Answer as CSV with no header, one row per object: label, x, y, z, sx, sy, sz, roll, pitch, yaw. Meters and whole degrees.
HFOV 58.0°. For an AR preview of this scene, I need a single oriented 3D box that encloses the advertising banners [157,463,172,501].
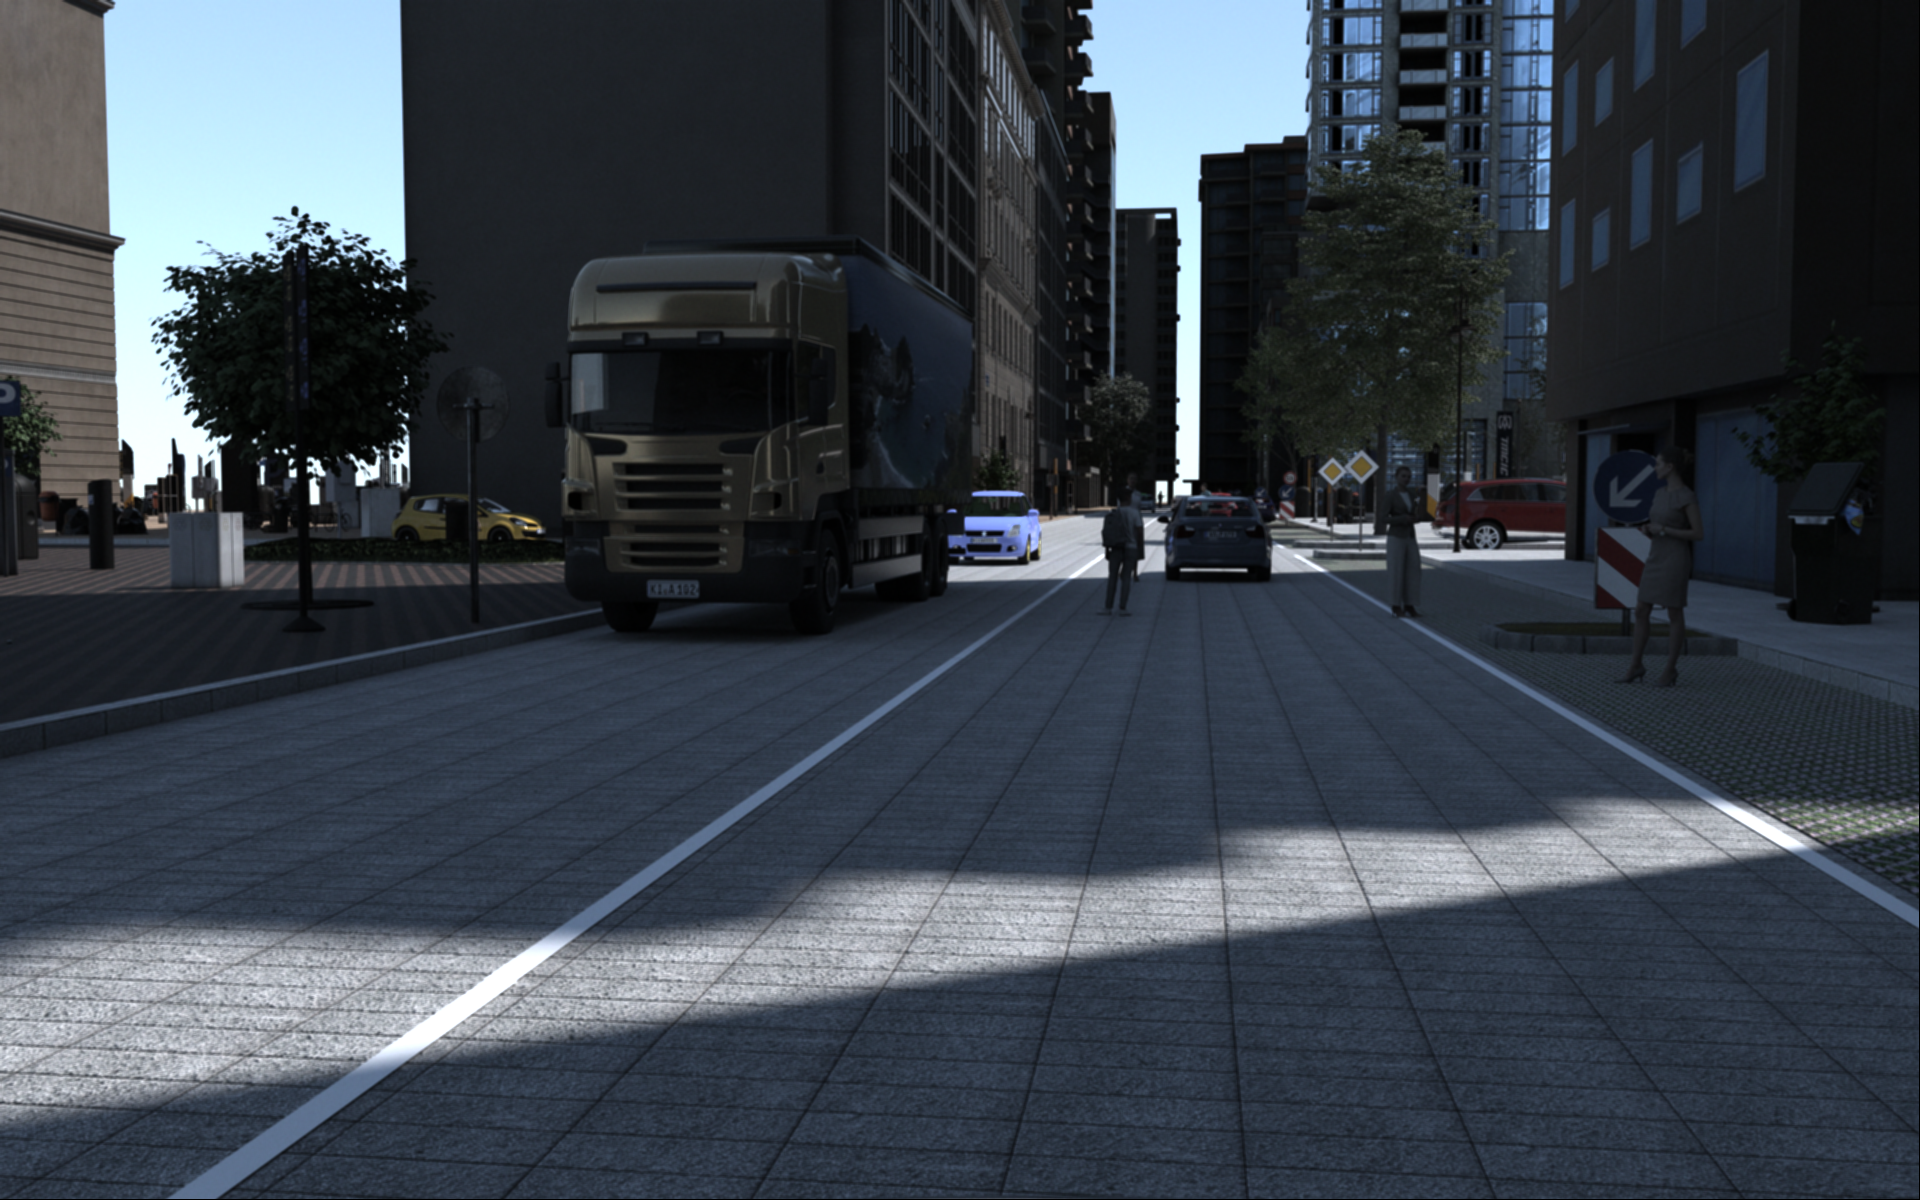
advertising banners,-44.915,-6.219,97.873,0.090,3.025,2.074,0,4,-3

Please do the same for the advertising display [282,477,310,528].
advertising display,-25.273,-3.716,65.970,0.974,1.923,0.123,-1,4,-9

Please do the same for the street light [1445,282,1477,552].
street light,10.947,-3.988,37.990,0.468,5.910,1.993,0,4,8

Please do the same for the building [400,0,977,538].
building,-7.661,-16.362,61.032,14.314,27.812,24.014,0,4,8

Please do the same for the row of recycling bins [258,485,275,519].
row of recycling bins,-33.152,-4.527,81.134,1.069,1.692,3.534,0,4,5

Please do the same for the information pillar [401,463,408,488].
information pillar,-41.391,-8.425,129.107,0.504,3.616,0.183,1,4,9

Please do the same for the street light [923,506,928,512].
street light,-0.978,-4.634,48.560,0.468,5.910,1.993,0,4,8

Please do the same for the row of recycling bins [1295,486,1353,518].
row of recycling bins,19.749,-5.327,94.214,3.534,1.692,1.069,-2,4,-24

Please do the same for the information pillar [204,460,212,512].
information pillar,-51.539,-7.797,118.835,0.504,3.616,0.183,0,4,-2

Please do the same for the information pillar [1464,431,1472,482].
information pillar,18.942,-4.483,64.656,0.183,3.616,0.504,3,5,44

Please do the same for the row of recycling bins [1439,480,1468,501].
row of recycling bins,15.794,-2.645,50.351,3.534,1.692,1.069,-1,4,-13

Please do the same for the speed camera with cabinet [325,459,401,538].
speed camera with cabinet,-17.300,-3.416,50.194,0.660,3.252,2.038,3,5,44

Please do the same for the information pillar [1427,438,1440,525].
information pillar,19.505,-4.889,71.295,0.504,3.616,0.183,2,4,33

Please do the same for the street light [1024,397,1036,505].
street light,3.265,-6.614,80.934,0.468,5.910,1.993,0,4,8

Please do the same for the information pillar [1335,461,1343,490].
information pillar,25.327,-7.615,115.861,0.504,3.616,0.183,3,4,36

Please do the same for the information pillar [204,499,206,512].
information pillar,-52.361,-7.083,120.299,0.304,2.012,0.304,-2,4,-30

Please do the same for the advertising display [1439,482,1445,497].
advertising display,26.280,-5.537,95.742,0.974,1.923,0.123,1,4,15

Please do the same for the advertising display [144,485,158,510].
advertising display,-54.800,-6.864,117.434,0.974,1.923,0.123,0,4,8

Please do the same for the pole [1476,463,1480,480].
pole,34.383,-7.413,115.051,0.158,3.312,0.155,0,3,0

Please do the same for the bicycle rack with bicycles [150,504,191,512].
bicycle rack with bicycles,-50.880,-6.003,111.537,2.925,0.926,2.852,0,4,7

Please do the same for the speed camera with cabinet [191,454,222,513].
speed camera with cabinet,-37.221,-5.633,86.428,2.038,3.252,0.660,-2,4,-30

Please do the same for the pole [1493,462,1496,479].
pole,34.292,-7.170,111.079,0.158,3.312,0.155,0,3,0

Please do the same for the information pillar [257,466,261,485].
information pillar,-36.459,-6.031,89.964,0.183,3.616,0.504,0,4,5

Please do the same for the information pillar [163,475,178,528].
information pillar,-29.984,-3.757,65.925,0.304,2.012,0.304,3,4,38

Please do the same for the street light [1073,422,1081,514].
street light,7.512,-8.506,111.856,0.468,5.910,1.993,0,4,8

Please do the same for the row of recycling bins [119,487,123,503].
row of recycling bins,-39.478,-4.459,80.013,1.069,1.692,3.534,0,4,-8

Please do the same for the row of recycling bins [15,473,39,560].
row of recycling bins,-19.669,-1.689,34.725,3.534,1.692,1.069,3,4,37

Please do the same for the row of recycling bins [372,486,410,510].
row of recycling bins,-30.081,-5.207,92.244,3.534,1.692,1.069,2,4,26

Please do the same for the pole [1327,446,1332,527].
pole,14.592,-4.552,68.266,0.158,3.312,0.155,0,3,0

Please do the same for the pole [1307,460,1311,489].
pole,20.697,-6.657,102.681,0.158,3.312,0.155,0,3,0

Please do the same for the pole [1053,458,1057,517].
pole,5.428,-6.400,98.482,0.158,3.312,0.155,0,3,0

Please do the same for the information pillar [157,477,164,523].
information pillar,-34.901,-4.363,75.825,0.304,2.012,0.304,1,4,11

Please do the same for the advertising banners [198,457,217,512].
advertising banners,-35.033,-5.165,80.629,0.090,3.025,2.074,-3,5,-43

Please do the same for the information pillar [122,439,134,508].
information pillar,-35.314,-5.023,73.475,0.504,3.616,0.183,1,4,19

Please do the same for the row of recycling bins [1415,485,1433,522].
row of recycling bins,21.749,-4.496,80.624,1.069,1.692,3.534,0,4,6

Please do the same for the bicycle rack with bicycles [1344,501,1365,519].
bicycle rack with bicycles,20.867,-4.621,88.934,2.925,0.926,2.852,-1,4,-17

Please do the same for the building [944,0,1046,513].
building,-3.039,-17.609,85.162,12.463,27.353,25.104,0,4,8

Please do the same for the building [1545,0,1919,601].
building,17.526,-22.945,25.263,14.600,45.320,14.200,0,4,8

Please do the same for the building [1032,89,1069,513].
building,-1.073,-19.342,109.756,14.314,27.812,24.014,0,4,8

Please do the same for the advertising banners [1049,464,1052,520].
advertising banners,4.440,-5.436,85.060,0.090,3.025,2.074,0,4,5

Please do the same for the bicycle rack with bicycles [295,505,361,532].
bicycle rack with bicycles,-20.712,-2.824,59.553,2.852,0.926,2.925,0,4,5

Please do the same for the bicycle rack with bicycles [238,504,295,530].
bicycle rack with bicycles,-24.844,-2.978,62.075,2.925,0.926,2.852,0,4,-7

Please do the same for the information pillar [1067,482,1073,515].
information pillar,6.589,-6.091,104.080,0.304,2.012,0.304,-1,4,-13
